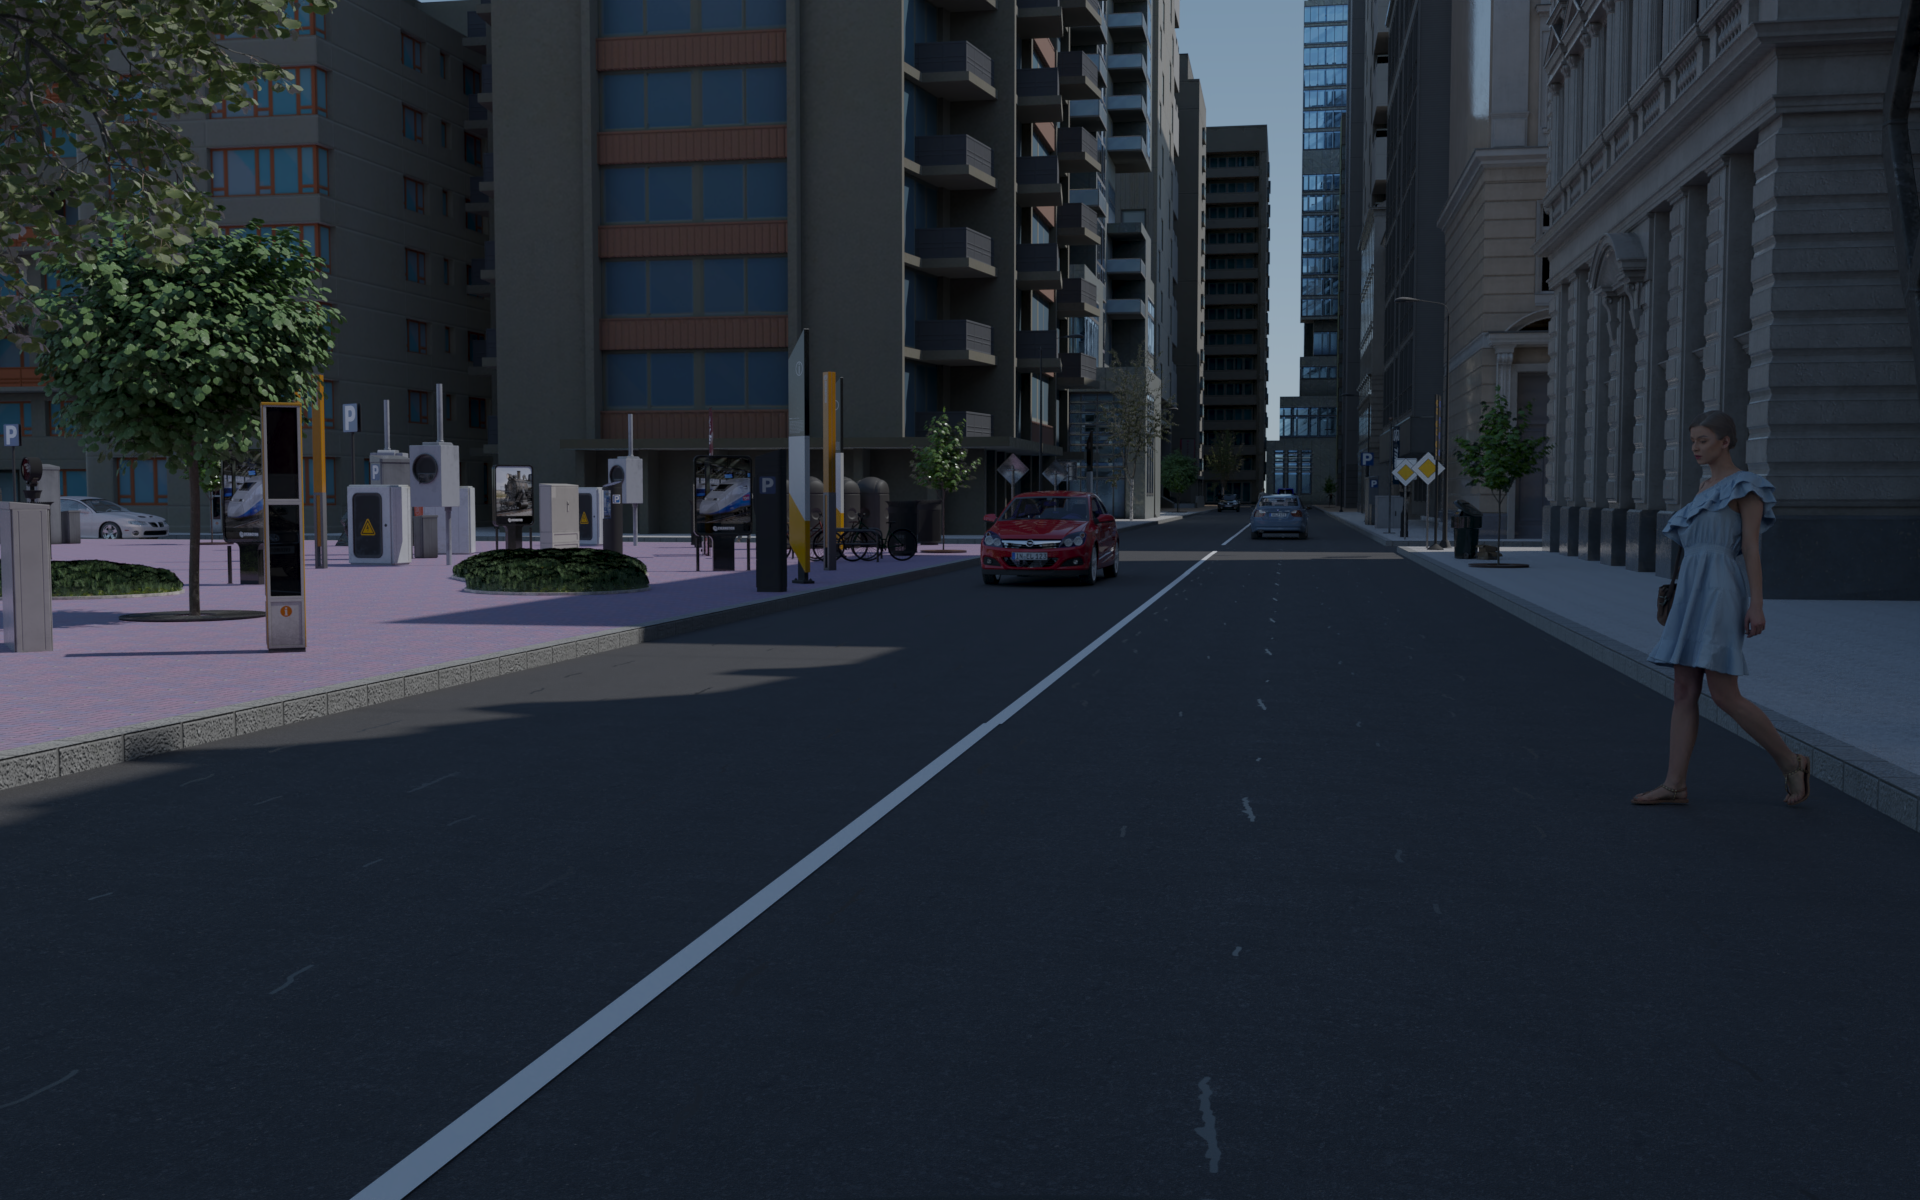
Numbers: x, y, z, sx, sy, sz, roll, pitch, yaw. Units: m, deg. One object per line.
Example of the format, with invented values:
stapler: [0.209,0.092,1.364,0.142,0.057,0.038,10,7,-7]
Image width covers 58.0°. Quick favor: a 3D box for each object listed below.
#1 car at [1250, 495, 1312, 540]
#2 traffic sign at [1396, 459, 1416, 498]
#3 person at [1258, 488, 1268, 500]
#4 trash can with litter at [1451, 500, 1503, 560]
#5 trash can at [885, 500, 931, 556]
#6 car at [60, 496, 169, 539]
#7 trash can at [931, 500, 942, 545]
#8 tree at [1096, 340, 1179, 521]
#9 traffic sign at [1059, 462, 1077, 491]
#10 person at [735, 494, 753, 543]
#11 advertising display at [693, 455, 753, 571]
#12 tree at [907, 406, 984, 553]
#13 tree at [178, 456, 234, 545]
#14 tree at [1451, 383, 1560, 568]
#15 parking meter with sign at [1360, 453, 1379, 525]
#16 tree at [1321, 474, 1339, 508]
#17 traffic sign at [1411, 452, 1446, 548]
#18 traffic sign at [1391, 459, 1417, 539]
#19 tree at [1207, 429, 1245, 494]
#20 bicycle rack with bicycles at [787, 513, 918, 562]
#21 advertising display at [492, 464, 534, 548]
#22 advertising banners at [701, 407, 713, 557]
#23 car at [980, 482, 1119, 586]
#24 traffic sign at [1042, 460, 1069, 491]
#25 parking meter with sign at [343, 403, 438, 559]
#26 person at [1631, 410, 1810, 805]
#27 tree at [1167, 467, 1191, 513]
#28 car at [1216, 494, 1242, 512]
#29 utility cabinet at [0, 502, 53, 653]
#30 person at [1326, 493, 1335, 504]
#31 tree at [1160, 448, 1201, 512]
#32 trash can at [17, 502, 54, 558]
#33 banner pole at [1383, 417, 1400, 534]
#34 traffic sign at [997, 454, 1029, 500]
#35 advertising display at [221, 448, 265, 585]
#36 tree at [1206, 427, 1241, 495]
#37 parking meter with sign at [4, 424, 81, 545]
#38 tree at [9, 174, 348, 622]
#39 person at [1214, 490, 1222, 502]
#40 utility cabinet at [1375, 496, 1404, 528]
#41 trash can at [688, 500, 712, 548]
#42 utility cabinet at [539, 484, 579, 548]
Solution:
car: [10.343,-2.688,55.949,2.014,1.417,4.499,1,4,12]
traffic sign: [12.830,-2.921,49.884,0.606,2.300,0.079,1,4,11]
person: [17.422,-5.567,99.715,0.606,1.804,0.583,0,4,-7]
trash can with litter: [10.200,-1.389,34.094,0.624,1.170,1.055,-3,4,-37]
trash can: [-1.189,-1.492,36.046,0.748,1.137,0.748,0,3,0]
car: [-25.853,-2.380,51.274,4.827,1.381,2.083,1,4,11]
trash can: [-0.774,-1.956,43.642,0.748,1.137,0.748,0,3,0]
tree: [8.391,-8.152,83.650,4.360,8.622,3.978,0,3,0]
traffic sign: [3.377,-3.202,54.474,0.606,2.300,0.079,1,4,17]
person: [-6.031,-2.400,48.010,0.573,1.790,0.520,0,4,-4]
advertising display: [-3.950,-1.447,28.874,0.974,1.923,0.123,-1,4,-17]
tree: [-0.245,-2.651,37.951,1.663,3.219,1.824,0,3,0]
tree: [-18.879,-3.016,43.906,1.663,3.219,1.824,0,3,0]
tree: [9.367,-2.192,30.436,1.663,3.219,1.824,0,3,0]
parking meter with sign: [17.104,-4.632,71.999,0.543,3.016,1.738,0,4,-1]
tree: [34.681,-10.304,163.079,1.663,3.219,1.824,0,3,0]
traffic sign: [11.069,-2.285,41.005,0.795,2.450,0.064,1,4,11]
traffic sign: [12.557,-2.765,48.851,0.795,2.450,0.064,1,4,11]
tree: [30.289,-15.117,197.516,4.360,8.622,3.978,0,3,0]
bicycle rack with bicycles: [-2.270,-1.218,33.299,2.925,0.926,2.852,0,4,1]
advertising display: [-9.796,-2.004,37.986,0.123,1.923,0.974,3,5,44]
advertising banners: [-5.248,-2.429,35.903,0.090,3.025,2.074,-1,4,-14]
car: [1.537,-1.197,28.609,2.155,1.783,4.494,1,4,12]
traffic sign: [2.790,-2.879,50.717,0.795,2.450,0.064,1,4,11]
parking meter with sign: [-11.171,-2.314,34.092,0.543,3.016,1.738,3,5,42]
person: [3.486,0.038,7.967,0.778,1.811,0.616,0,4,2]
tree: [15.350,-7.692,120.362,1.663,3.219,1.824,0,3,0]
car: [21.539,-7.884,138.688,2.009,1.686,4.222,1,4,10]
utility cabinet: [-7.797,-0.202,14.468,0.306,1.237,1.020,-2,4,-33]
person: [43.154,-11.752,201.476,1.217,1.723,0.721,1,4,20]
tree: [15.438,-8.543,123.385,4.285,4.588,4.351,0,3,0]
trash can: [-17.218,-1.254,32.156,0.748,1.137,0.748,0,3,0]
banner pole: [14.044,-4.042,56.102,0.401,3.779,0.863,-1,4,-13]
traffic sign: [1.302,-2.399,42.871,0.795,2.450,0.064,1,4,11]
advertising display: [-10.047,-1.182,24.532,0.974,1.923,0.123,2,4,24]
tree: [28.948,-14.723,191.075,4.737,8.622,4.395,0,3,0]
parking meter with sign: [-23.244,-2.917,43.958,0.543,3.016,1.738,2,4,25]
tree: [-7.977,-2.085,17.801,4.285,4.588,4.351,0,3,0]
person: [30.714,-12.054,205.218,1.348,1.869,0.705,2,4,33]
utility cabinet: [16.069,-3.282,64.822,1.020,1.237,0.306,-1,4,-9]
trash can: [-6.158,-1.830,41.578,0.748,1.137,0.748,0,3,0]
utility cabinet: [-8.574,-1.740,37.130,0.318,1.500,1.173,1,4,16]
